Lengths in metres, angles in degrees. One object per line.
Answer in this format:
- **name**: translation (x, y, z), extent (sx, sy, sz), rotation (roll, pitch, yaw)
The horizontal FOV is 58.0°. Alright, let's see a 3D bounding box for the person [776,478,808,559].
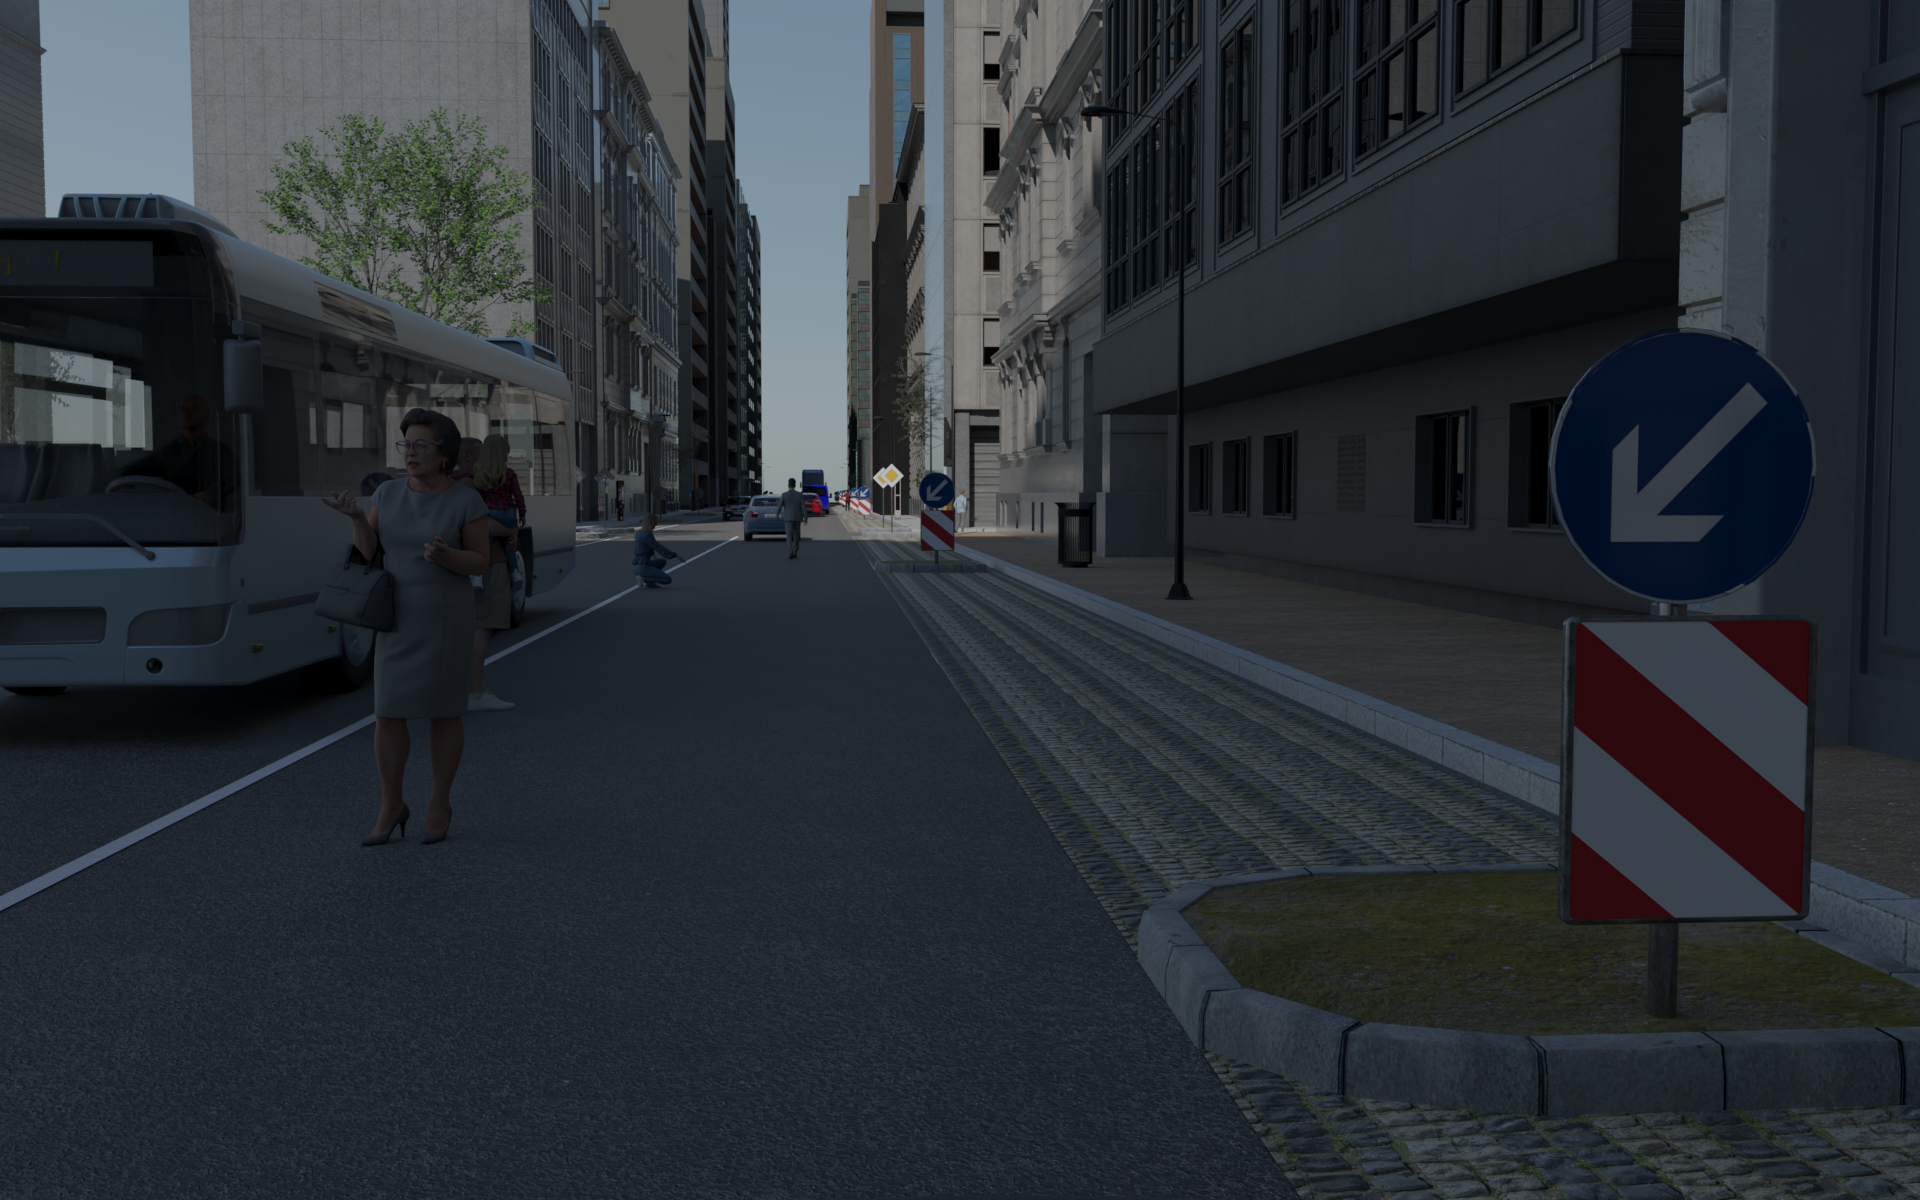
- **person**: translation (-3.730, -1.816, 38.465), extent (0.678, 1.792, 0.850), rotation (-1, 4, -12)

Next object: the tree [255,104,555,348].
- **tree**: translation (-14.978, -7.428, 47.202), extent (9.928, 11.665, 9.643), rotation (0, 3, 0)

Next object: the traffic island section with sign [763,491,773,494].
- **traffic island section with sign**: translation (-29.696, -16.170, 273.009), extent (1.989, 1.847, 2.006), rotation (0, 4, -5)

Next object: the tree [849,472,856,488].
- **tree**: translation (-12.756, -14.656, 223.339), extent (4.285, 4.588, 4.351), rotation (0, 3, 0)

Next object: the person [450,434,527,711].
- **person**: translation (-3.176, -0.189, 11.569), extent (0.580, 1.828, 0.573), rotation (1, 4, 17)

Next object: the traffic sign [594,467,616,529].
- **traffic sign**: translation (-13.196, -3.714, 64.367), extent (0.795, 2.450, 0.064), rotation (0, 4, -5)

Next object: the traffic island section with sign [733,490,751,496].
- **traffic island section with sign**: translation (-21.088, -9.494, 163.858), extent (1.989, 1.847, 2.006), rotation (0, 4, -5)

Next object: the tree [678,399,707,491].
- **tree**: translation (-21.563, -11.086, 131.623), extent (4.360, 8.622, 3.978), rotation (0, 3, 0)

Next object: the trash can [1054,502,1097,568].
- **trash can**: translation (2.015, -1.138, 30.265), extent (0.748, 1.137, 0.748), rotation (0, 3, 0)

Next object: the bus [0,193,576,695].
- **bus**: translation (-5.745, -1.246, 15.225), extent (2.948, 3.499, 13.247), rotation (0, 4, -3)

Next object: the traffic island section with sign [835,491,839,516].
- **traffic island section with sign**: translation (-7.104, -6.493, 114.783), extent (1.989, 1.847, 2.006), rotation (0, 4, -5)

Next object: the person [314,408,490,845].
- **person**: translation (-2.298, 0.110, 7.063), extent (0.716, 1.782, 0.532), rotation (0, 4, 3)

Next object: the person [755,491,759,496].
- **person**: translation (-22.579, -11.276, 193.538), extent (1.217, 1.739, 0.721), rotation (-3, 4, -38)

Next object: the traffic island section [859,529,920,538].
- **traffic island section**: translation (-2.231, -2.140, 57.277), extent (2.009, 0.180, 2.903), rotation (0, 4, -5)

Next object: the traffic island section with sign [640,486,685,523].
- **traffic island section with sign**: translation (-15.012, -4.793, 87.000), extent (1.989, 1.847, 2.006), rotation (0, 4, -5)

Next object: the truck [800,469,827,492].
- **truck**: translation (-15.695, -11.850, 183.509), extent (2.967, 4.110, 18.799), rotation (0, 4, -4)

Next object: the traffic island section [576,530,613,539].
- **traffic island section**: translation (-12.590, -2.091, 56.466), extent (2.009, 0.180, 2.903), rotation (0, 4, -5)

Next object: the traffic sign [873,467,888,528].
- **traffic sign**: translation (-2.882, -3.762, 65.158), extent (0.795, 2.450, 0.064), rotation (0, 4, -5)

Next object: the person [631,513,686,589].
- **person**: translation (-4.654, -0.757, 26.377), extent (0.738, 1.151, 1.012), rotation (-1, 4, -23)

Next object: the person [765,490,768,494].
- **person**: translation (-15.703, -8.098, 141.608), extent (0.721, 1.736, 1.217), rotation (-1, 4, -9)

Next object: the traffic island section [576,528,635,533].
- **traffic island section**: translation (-13.219, -2.578, 64.427), extent (2.009, 0.180, 2.903), rotation (0, 4, -5)

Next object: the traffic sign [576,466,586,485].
- **traffic sign**: translation (-12.567, -3.227, 56.407), extent (0.795, 2.450, 0.064), rotation (0, 4, -5)

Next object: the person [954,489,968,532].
- **person**: translation (0.061, -3.061, 60.350), extent (0.330, 1.601, 0.589), rotation (-3, 5, -44)

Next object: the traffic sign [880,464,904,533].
- **traffic sign**: translation (-2.253, -3.276, 57.198), extent (0.795, 2.450, 0.064), rotation (0, 4, -5)

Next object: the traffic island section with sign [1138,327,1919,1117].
- **traffic island section with sign**: translation (1.571, 0.226, 4.926), extent (1.989, 1.847, 2.006), rotation (0, 4, -5)

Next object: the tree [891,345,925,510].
- **tree**: translation (-1.419, -7.992, 81.035), extent (4.360, 8.622, 3.978), rotation (0, 3, 0)

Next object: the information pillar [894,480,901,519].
- **information pillar**: translation (-3.157, -5.077, 87.502), extent (0.304, 2.012, 0.304), rotation (0, 4, -7)

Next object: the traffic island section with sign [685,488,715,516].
- **traffic island section with sign**: translation (-17.157, -6.453, 114.132), extent (1.989, 1.847, 2.006), rotation (0, 4, -5)

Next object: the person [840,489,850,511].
- **person**: translation (-9.423, -8.348, 144.920), extent (1.348, 1.831, 0.705), rotation (-1, 4, -14)

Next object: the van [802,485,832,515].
- **van**: translation (-10.056, -7.119, 120.780), extent (2.240, 2.365, 5.245), rotation (0, 4, -4)

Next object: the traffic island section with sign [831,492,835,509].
- **traffic island section with sign**: translation (-11.062, -9.560, 164.929), extent (1.989, 1.847, 2.006), rotation (0, 4, -5)

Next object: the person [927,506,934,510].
- **person**: translation (-0.841, -2.077, 47.133), extent (0.373, 1.253, 0.362), rotation (1, 4, 15)

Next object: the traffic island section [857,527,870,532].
- **traffic island section**: translation (-2.860, -2.627, 65.237), extent (2.009, 0.180, 2.903), rotation (0, 4, -5)

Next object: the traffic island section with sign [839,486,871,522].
- **traffic island section with sign**: translation (-4.984, -4.849, 87.911), extent (1.989, 1.847, 2.006), rotation (0, 4, -5)

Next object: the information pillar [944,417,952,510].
- **information pillar**: translation (-0.381, -3.748, 52.638), extent (0.183, 3.616, 0.504), rotation (1, 4, 20)

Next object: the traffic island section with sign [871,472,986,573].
- **traffic island section with sign**: translation (-0.586, -1.446, 32.271), extent (1.989, 1.847, 2.006), rotation (0, 4, -5)

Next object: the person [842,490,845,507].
- **person**: translation (-11.730, -10.086, 173.371), extent (0.705, 1.831, 1.348), rotation (-1, 4, -17)

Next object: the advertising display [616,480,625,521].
- **advertising display**: translation (-16.013, -4.675, 81.642), extent (0.123, 1.923, 0.974), rotation (0, 4, 5)
